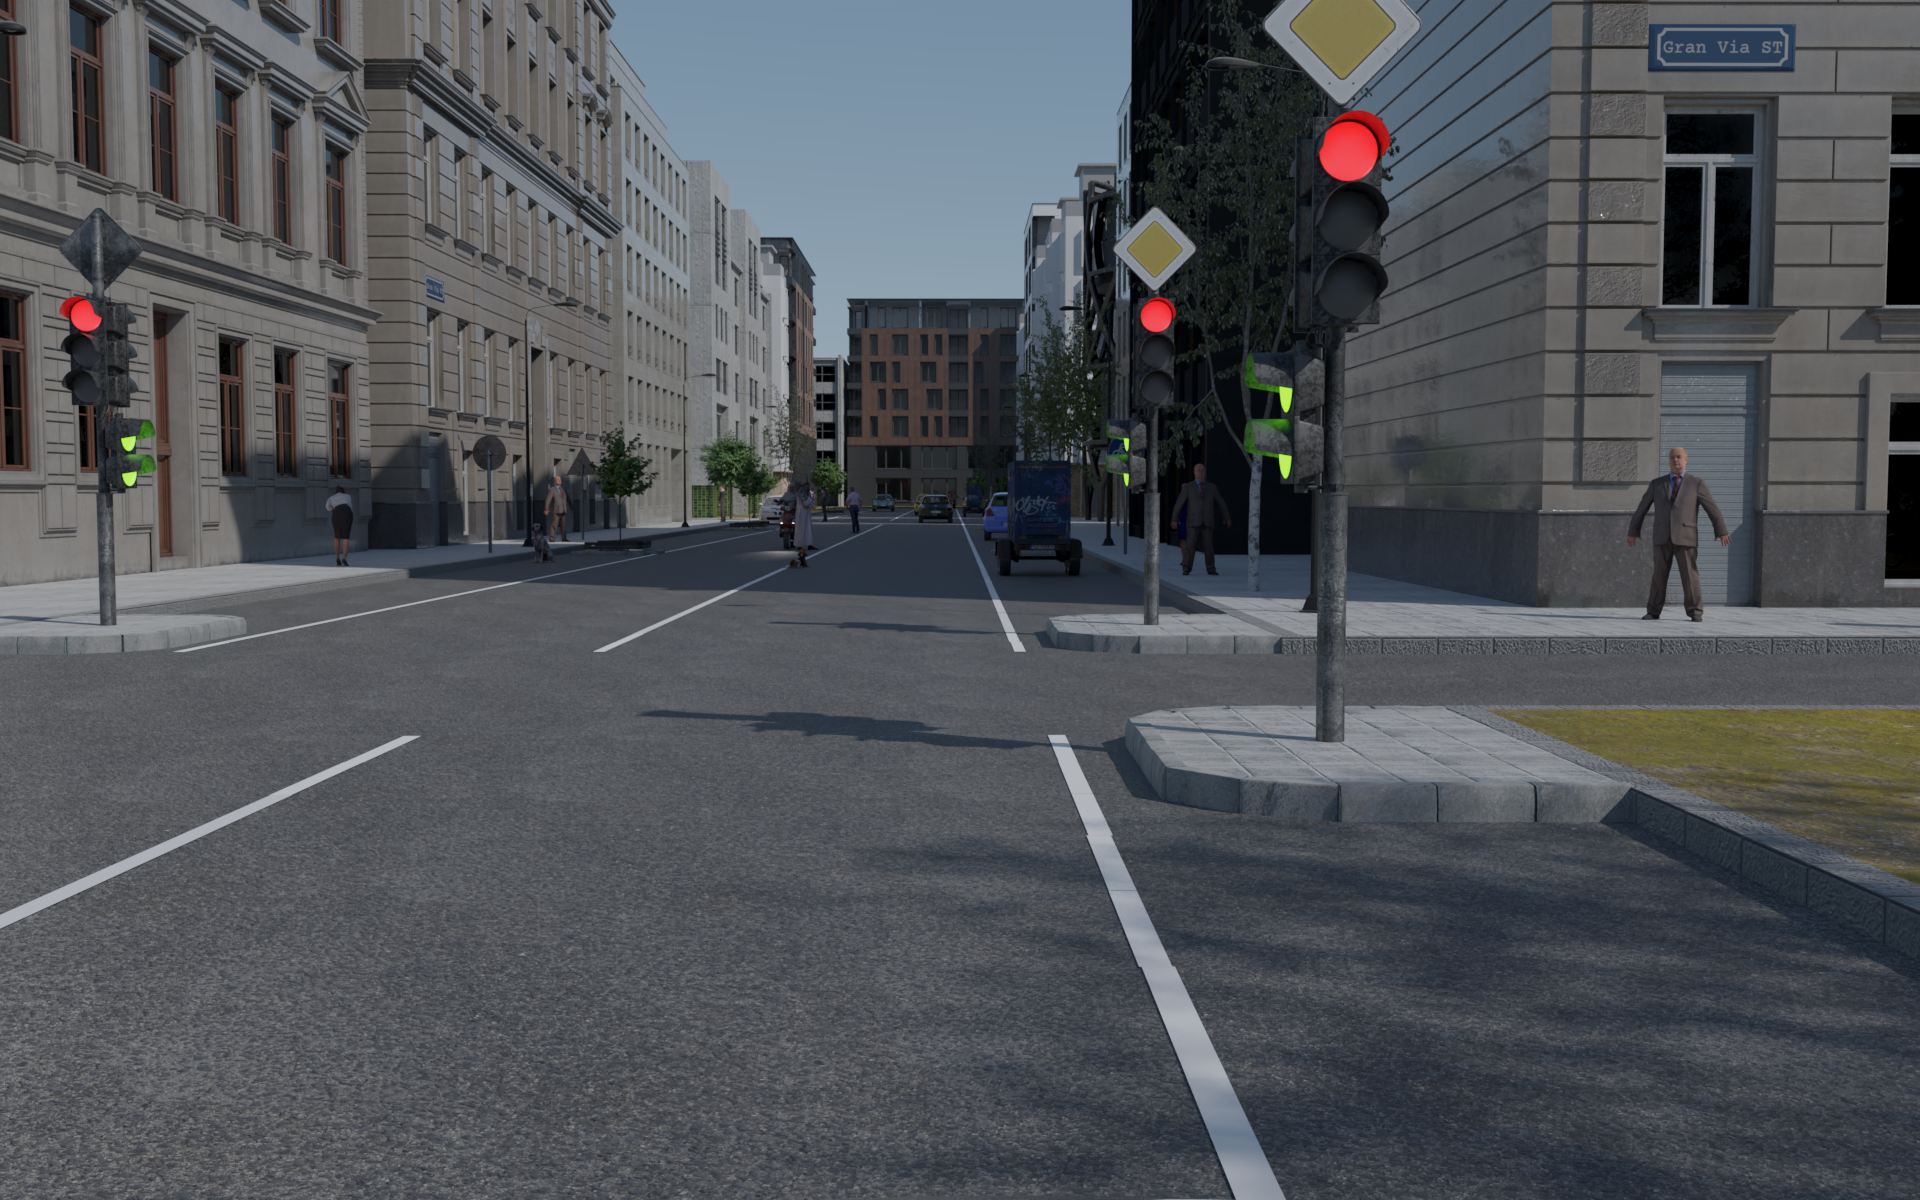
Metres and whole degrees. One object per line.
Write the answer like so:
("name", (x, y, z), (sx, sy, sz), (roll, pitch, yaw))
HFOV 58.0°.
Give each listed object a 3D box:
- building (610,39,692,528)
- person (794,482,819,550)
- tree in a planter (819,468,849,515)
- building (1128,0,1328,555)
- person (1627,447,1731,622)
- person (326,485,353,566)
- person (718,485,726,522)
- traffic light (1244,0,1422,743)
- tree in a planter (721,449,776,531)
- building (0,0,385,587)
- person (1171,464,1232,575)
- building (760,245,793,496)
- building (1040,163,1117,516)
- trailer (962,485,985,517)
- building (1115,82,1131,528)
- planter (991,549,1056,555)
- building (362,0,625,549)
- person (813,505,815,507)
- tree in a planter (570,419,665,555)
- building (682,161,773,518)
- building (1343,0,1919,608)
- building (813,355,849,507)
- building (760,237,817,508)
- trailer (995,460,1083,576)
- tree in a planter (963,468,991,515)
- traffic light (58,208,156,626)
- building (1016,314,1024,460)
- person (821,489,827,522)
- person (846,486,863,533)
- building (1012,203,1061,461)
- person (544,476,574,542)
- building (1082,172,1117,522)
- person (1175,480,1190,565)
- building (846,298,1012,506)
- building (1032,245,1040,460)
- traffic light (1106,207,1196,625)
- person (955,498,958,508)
("building", (-17.857, -13.359, 73.175), (10.420, 20.320, 16.860), (0, 4, 0))
("person", (-3.947, -2.141, 44.166), (0.621, 1.740, 0.551), (0, 4, 8))
("tree in a planter", (-8.629, -7.427, 118.647), (1.991, 3.239, 1.994), (0, 4, 0))
("building", (11.277, -13.090, 43.696), (12.332, 23.373, 15.834), (0, 4, 0))
("person", (7.256, -0.668, 17.522), (0.990, 1.755, 0.434), (3, 4, 37))
("person", (-11.075, -1.335, 31.060), (0.799, 1.438, 0.628), (3, 4, 38))
("person", (-11.046, -4.467, 79.886), (0.445, 1.727, 0.742), (-2, 4, -33))
("traffic light", (1.906, -1.202, 8.894), (0.839, 4.213, 0.868), (0, 4, 0))
("tree in a planter", (-8.331, -4.356, 68.435), (1.991, 3.239, 1.994), (0, 4, 0))
("building", (-18.171, -11.760, 28.434), (11.583, 22.565, 21.152), (0, 4, 0))
("person", (3.825, -1.272, 27.393), (0.990, 1.755, 0.434), (0, 4, -3))
("building", (-20.794, -16.707, 129.582), (16.016, 20.091, 11.380), (0, 4, 0))
("building", (13.327, -15.200, 104.937), (16.016, 20.091, 11.380), (0, 4, 0))
("trailer", (0.885, -6.269, 109.544), (1.471, 1.999, 3.904), (0, 4, -1))
("building", (11.519, -12.632, 61.285), (10.420, 20.320, 16.860), (0, 4, 0))
("planter", (1.746, -1.255, 41.660), (1.991, 0.319, 1.994), (0, 4, 0))
("building", (-18.305, -15.542, 51.374), (12.463, 27.353, 25.104), (0, 4, 0))
("person", (-7.903, -4.852, 88.390), (0.990, 1.755, 0.434), (0, 4, -4))
("tree in a planter", (-8.159, -2.708, 41.492), (1.991, 3.239, 1.994), (0, 4, 0))
("building", (-21.681, -14.764, 107.846), (16.747, 18.905, 31.486), (0, 4, 0))
("building", (18.580, -13.891, 24.374), (25.104, 27.353, 12.463), (0, 4, 0))
("building", (-27.976, -19.518, 185.577), (31.486, 18.905, 16.747), (0, 4, 0))
("building", (-29.658, -18.826, 151.777), (32.646, 21.610, 27.936), (0, 4, 0))
("trailer", (1.370, -1.487, 31.368), (1.471, 1.999, 3.904), (0, 4, -1))
("tree in a planter", (1.284, -7.431, 118.715), (1.991, 3.239, 1.994), (0, 4, 0))
("traffic light", (-8.303, -1.685, 16.802), (0.839, 4.213, 0.868), (0, 4, 0))
("building", (13.320, -18.607, 160.642), (16.016, 20.091, 11.380), (0, 4, 0))
("person", (-7.046, -4.912, 89.730), (0.530, 1.710, 0.541), (2, 4, 24))
("person", (-3.924, -3.302, 63.422), (0.756, 1.711, 0.436), (-2, 4, -31))
("building", (18.923, -17.999, 138.255), (27.936, 21.610, 32.646), (0, 4, 0))
("person", (-10.666, -2.421, 46.177), (0.434, 1.755, 0.990), (3, 5, 42))
("building", (14.292, -13.241, 83.941), (16.820, 18.784, 16.811), (0, 4, 0))
("person", (4.080, -1.397, 31.255), (0.453, 1.535, 0.546), (0, 4, -2))
("building", (4.429, -21.255, 191.497), (32.646, 21.610, 27.936), (0, 4, 0))
("building", (12.935, -15.894, 116.293), (16.016, 20.091, 11.380), (0, 4, 0))
("traffic light", (1.858, -1.690, 16.879), (0.839, 4.213, 0.868), (0, 4, 0))
("person", (-0.624, -9.751, 168.635), (0.721, 1.736, 1.217), (-3, 5, -44))
